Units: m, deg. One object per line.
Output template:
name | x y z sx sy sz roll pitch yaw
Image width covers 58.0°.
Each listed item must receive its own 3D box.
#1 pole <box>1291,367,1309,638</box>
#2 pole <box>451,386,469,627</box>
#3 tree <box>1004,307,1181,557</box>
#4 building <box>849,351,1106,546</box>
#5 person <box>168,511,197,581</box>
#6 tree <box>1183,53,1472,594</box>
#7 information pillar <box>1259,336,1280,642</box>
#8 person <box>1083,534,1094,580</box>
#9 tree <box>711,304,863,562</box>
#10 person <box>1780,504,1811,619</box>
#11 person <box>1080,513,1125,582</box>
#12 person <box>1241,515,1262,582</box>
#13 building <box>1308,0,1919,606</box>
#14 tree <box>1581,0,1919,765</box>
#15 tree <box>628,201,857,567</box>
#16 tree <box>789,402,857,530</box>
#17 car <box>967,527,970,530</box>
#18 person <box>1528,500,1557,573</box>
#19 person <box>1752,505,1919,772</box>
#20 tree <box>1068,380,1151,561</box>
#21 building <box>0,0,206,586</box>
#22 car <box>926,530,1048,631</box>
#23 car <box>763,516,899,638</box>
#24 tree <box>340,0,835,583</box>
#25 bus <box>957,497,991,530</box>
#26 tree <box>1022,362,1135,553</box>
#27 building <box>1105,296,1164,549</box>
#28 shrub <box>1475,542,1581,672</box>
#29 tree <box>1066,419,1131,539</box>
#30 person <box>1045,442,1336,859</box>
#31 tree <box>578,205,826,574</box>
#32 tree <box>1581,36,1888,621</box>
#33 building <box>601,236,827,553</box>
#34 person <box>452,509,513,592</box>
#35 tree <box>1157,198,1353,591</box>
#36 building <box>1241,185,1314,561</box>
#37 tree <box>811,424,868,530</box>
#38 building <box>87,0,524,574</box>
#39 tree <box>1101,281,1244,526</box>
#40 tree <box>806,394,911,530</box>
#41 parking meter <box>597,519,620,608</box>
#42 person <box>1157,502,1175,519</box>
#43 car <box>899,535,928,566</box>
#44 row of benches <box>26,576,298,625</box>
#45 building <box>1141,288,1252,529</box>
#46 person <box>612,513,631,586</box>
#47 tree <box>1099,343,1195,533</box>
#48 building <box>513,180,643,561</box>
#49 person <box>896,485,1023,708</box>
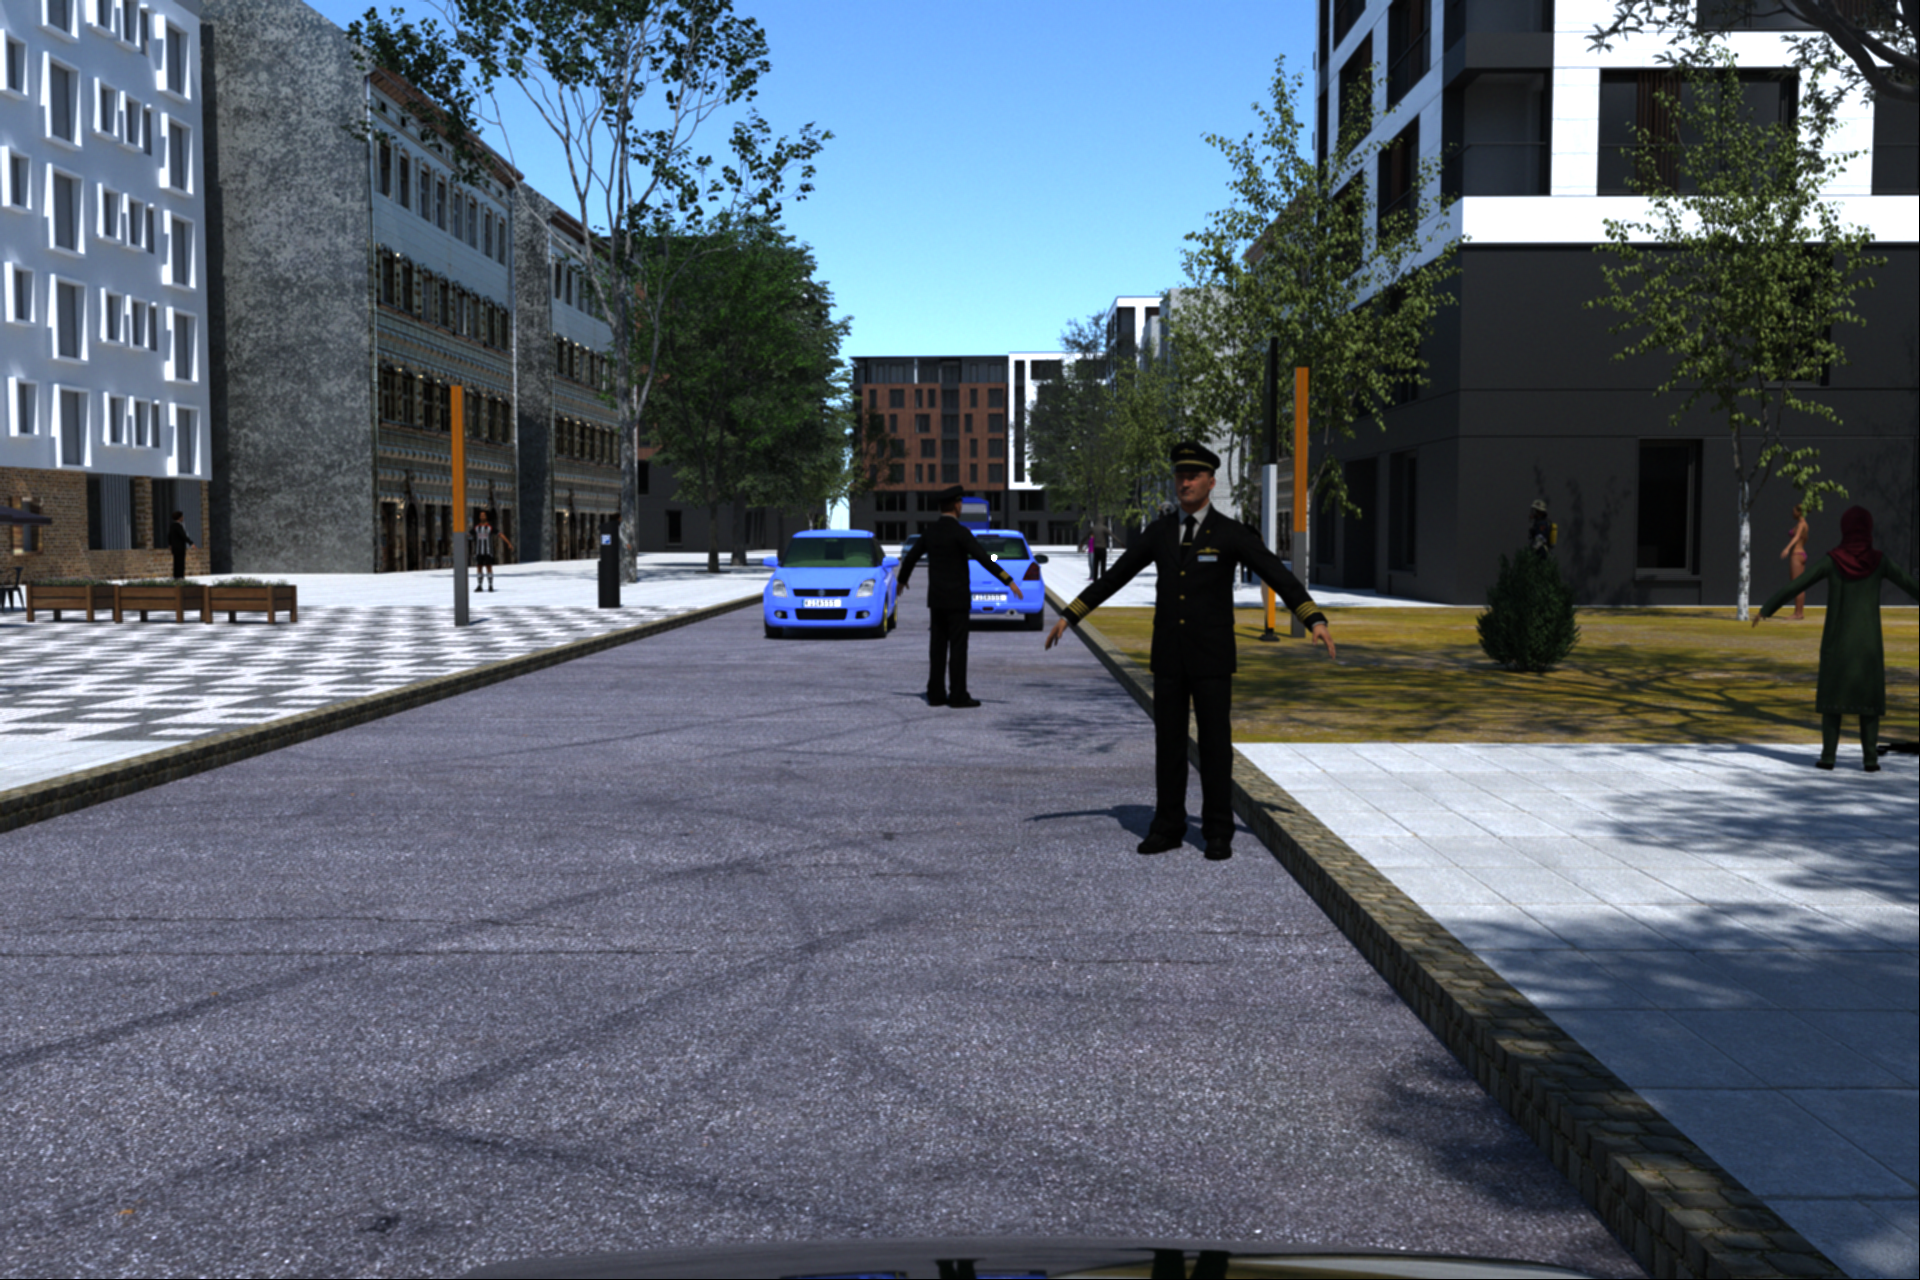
pole | 4.182 -1.681 21.325 0.158 3.312 0.155 0 3 0
pole | -6.911 -1.840 23.934 0.158 3.312 0.155 0 3 0
tree | 7.426 -11.284 94.869 12.009 13.543 11.850 0 3 0
building | 4.327 -22.072 207.304 32.646 21.610 27.936 0 4 4
person | -17.950 -2.060 39.863 1.347 1.806 0.705 3 5 43
tree | 5.719 -4.707 27.316 4.737 8.622 4.395 0 3 0
information pillar | 3.712 -1.799 20.773 0.183 3.616 0.504 0 4 -1
person | 3.600 -2.368 47.985 0.599 1.433 0.991 -1 4 -13
tree | -8.369 -9.978 81.267 7.486 12.596 7.792 0 3 0
person | 12.557 -1.182 26.129 0.721 1.733 1.217 2 4 35
person | 3.601 -2.337 44.333 1.348 1.813 0.705 3 4 36
person | 7.630 -2.455 46.365 1.346 1.802 0.704 -1 4 -8
building | 22.986 -12.376 46.318 27.936 21.610 32.646 0 4 1
tree | 5.869 -6.073 9.657 12.009 13.543 11.850 0 3 0
tree | -8.745 -9.887 68.301 9.857 13.997 8.962 0 3 0
tree | -8.362 -8.805 94.320 4.360 8.622 3.978 0 3 0
car | -0.182 -5.150 92.879 2.281 1.827 5.304 0 4 1
person | 9.864 -1.459 29.628 0.705 1.856 1.354 1 4 18
person | 4.862 -0.014 9.439 0.989 1.438 0.599 2 4 24
tree | 7.236 -8.091 82.649 4.360 8.622 3.978 0 3 0
building | -28.482 -11.256 40.461 16.016 20.090 11.380 0 4 1
car | 0.421 -1.063 26.970 1.945 1.707 3.694 0 4 0
car | -1.824 -0.943 25.017 1.945 1.707 3.694 0 4 1
tree | -9.438 -11.474 43.493 12.611 20.169 13.585 0 3 0
bus | 0.653 -7.540 114.829 2.896 3.916 12.251 0 4 1
tree | 7.576 -12.012 114.525 7.486 12.596 7.792 0 3 0
building | 27.667 -19.646 165.184 27.936 21.610 32.646 0 4 1
shrub | 5.323 -0.313 16.228 1.383 1.207 1.383 0 3 0
tree | 8.134 -9.474 105.256 4.737 8.622 4.395 0 3 0
person | 1.034 0.039 7.756 1.347 1.837 0.705 2 4 27
tree | -8.163 -7.981 56.244 9.928 11.665 9.643 0 3 0
tree | 11.443 -4.582 25.274 4.737 8.622 4.395 0 3 0
building | -26.072 -17.833 135.542 27.936 21.610 32.646 0 4 2
person | -10.548 -1.971 38.377 1.345 1.843 0.704 0 4 0
tree | 6.527 -5.419 38.961 4.737 8.622 4.395 0 3 0
building | 24.865 -15.545 85.093 19.493 23.208 18.063 0 4 1
tree | -8.080 -9.664 108.371 4.737 8.622 4.395 0 3 0
building | -28.083 -14.268 64.213 19.493 23.208 18.063 0 3 0
tree | 6.401 -6.120 50.431 4.737 8.622 4.395 0 3 0
tree | -7.368 -11.115 116.140 8.767 10.594 7.601 0 4 4
parking meter | -6.108 -1.328 30.117 0.372 1.533 0.369 0 3 0
person | 3.686 -1.548 31.071 0.705 1.858 1.354 0 4 2
car | -1.693 -4.023 77.786 2.014 1.417 4.499 0 4 1
row of benches | -11.655 -0.590 25.105 4.104 0.672 1.422 1 4 11
building | 23.635 -16.296 132.900 16.747 18.905 31.486 0 4 1
person | -8.468 -2.246 42.906 0.705 1.806 1.347 -2 4 -30
tree | 7.303 -7.194 67.991 4.737 8.622 4.395 0 3 0
building | -27.979 -15.822 89.614 19.493 23.208 18.063 0 4 2
person | -0.066 -0.366 14.380 1.347 1.837 0.705 3 5 40
